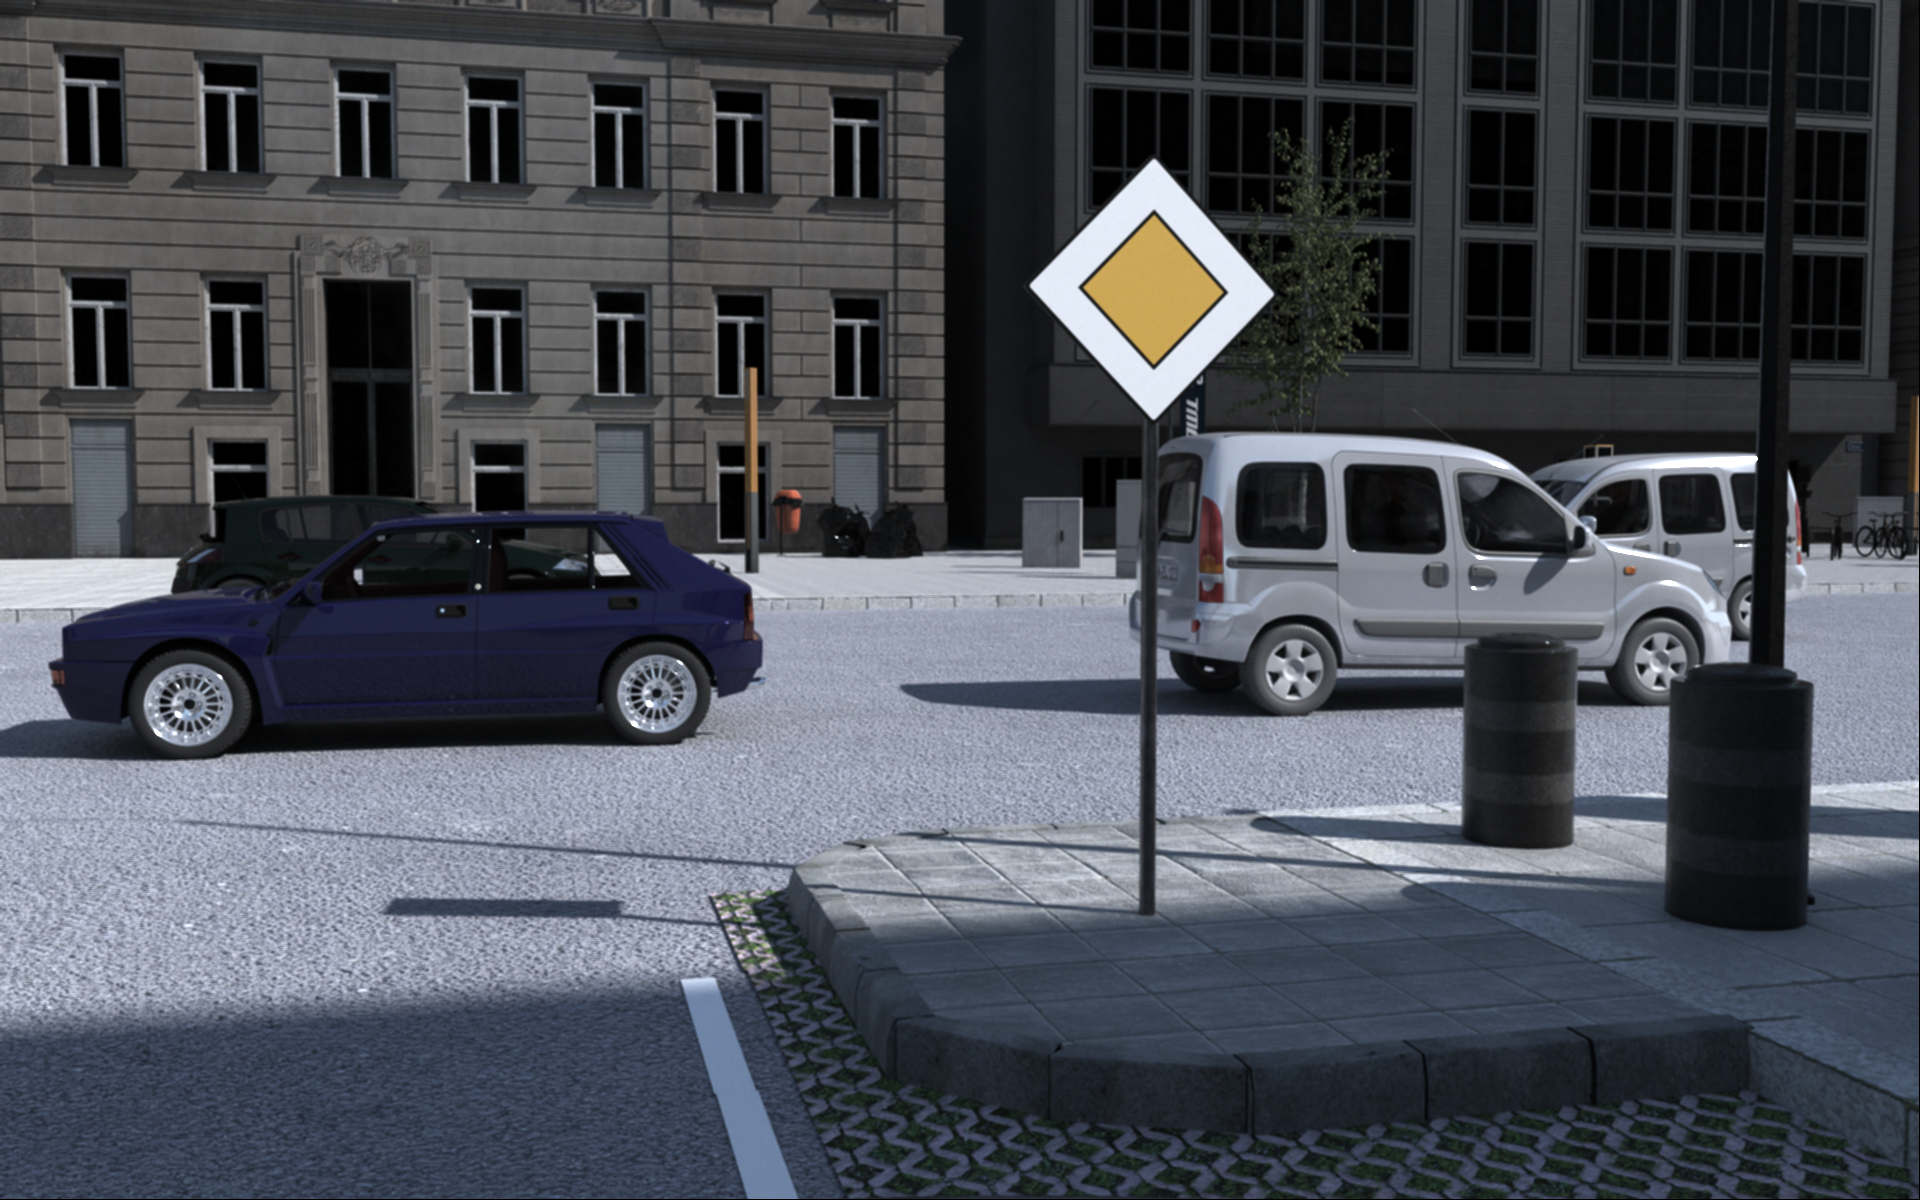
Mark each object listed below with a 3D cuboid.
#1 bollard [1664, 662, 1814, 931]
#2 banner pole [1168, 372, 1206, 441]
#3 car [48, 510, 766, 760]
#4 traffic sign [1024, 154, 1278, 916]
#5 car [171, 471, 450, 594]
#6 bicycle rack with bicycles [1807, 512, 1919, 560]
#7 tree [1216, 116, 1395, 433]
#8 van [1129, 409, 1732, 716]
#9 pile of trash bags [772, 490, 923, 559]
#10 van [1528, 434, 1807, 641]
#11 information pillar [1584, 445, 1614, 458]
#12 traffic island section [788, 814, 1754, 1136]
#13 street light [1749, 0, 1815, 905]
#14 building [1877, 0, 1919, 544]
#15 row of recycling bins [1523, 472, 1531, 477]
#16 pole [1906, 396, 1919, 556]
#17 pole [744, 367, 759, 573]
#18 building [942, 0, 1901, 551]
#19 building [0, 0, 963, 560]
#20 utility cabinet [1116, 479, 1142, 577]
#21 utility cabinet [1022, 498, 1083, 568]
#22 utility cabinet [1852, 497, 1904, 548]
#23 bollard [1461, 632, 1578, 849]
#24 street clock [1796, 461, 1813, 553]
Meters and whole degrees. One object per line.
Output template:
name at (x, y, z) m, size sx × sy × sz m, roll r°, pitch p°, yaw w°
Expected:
bollard at (2.363, 0.579, 5.258) m, size 0.404 × 0.777 × 0.398 m, roll 0°, pitch 3°, yaw 0°
banner pole at (3.497, -2.271, 27.153) m, size 0.863 × 3.779 × 0.401 m, roll -1°, pitch 4°, yaw -20°
car at (-3.171, 0.136, 10.361) m, size 3.894 × 1.354 × 1.945 m, roll -1°, pitch 4°, yaw -13°
traffic sign at (0.569, -0.097, 5.228) m, size 0.795 × 2.450 × 0.064 m, roll -1°, pitch 4°, yaw -14°
car at (-5.755, -0.483, 17.677) m, size 4.222 × 1.686 × 2.009 m, roll -1°, pitch 4°, yaw -15°
bicycle rack with bicycles at (18.116, -1.282, 34.350) m, size 2.852 × 0.926 × 2.925 m, roll 1°, pitch 4°, yaw 13°
tree at (6.707, -5.135, 34.321) m, size 4.737 × 8.622 × 4.395 m, roll 0°, pitch 3°, yaw 0°
van at (3.303, -0.315, 12.156) m, size 4.112 × 2.044 × 2.013 m, roll -1°, pitch 4°, yaw -12°
pile of trash bags at (-2.405, -1.593, 35.796) m, size 3.447 × 1.369 × 1.912 m, roll 2°, pitch 4°, yaw 29°
van at (6.263, -0.629, 17.289) m, size 4.112 × 2.044 × 2.013 m, roll -1°, pitch 4°, yaw -14°
information pillar at (9.560, -1.315, 25.991) m, size 0.304 × 2.012 × 0.304 m, roll -1°, pitch 4°, yaw -16°
traffic island section at (0.590, 1.038, 5.310) m, size 2.009 × 0.180 × 2.903 m, roll -1°, pitch 4°, yaw -14°
street light at (2.045, -2.002, 5.271) m, size 1.470 × 5.913 × 1.316 m, roll -1°, pitch 4°, yaw -14°
building at (34.267, -12.857, 52.014) m, size 24.055 × 21.916 × 13.314 m, roll -1°, pitch 4°, yaw -14°
row of recycling bins at (10.660, -1.546, 32.383) m, size 1.069 × 1.692 × 3.534 m, roll -1°, pitch 4°, yaw -16°
pole at (19.885, -2.584, 36.096) m, size 0.158 × 3.312 × 0.155 m, roll 0°, pitch 3°, yaw 0°
pole at (-3.381, -2.092, 28.046) m, size 0.158 × 3.312 × 0.155 m, roll 0°, pitch 3°, yaw 0°
building at (10.840, -15.471, 46.464) m, size 24.014 × 27.812 × 14.314 m, roll -1°, pitch 4°, yaw -14°
building at (-13.389, -14.857, 40.179) m, size 25.104 × 27.353 × 12.463 m, roll -1°, pitch 4°, yaw -14°
utility cabinet at (2.966, -1.077, 26.288) m, size 1.173 × 1.500 × 0.318 m, roll 2°, pitch 4°, yaw 32°
utility cabinet at (1.609, -1.163, 30.171) m, size 1.020 × 1.237 × 0.306 m, roll 1°, pitch 4°, yaw 13°
utility cabinet at (22.069, -1.865, 41.653) m, size 1.020 × 1.237 × 0.306 m, roll 1°, pitch 4°, yaw 14°
bollard at (2.075, 0.507, 6.427) m, size 0.404 × 0.777 × 0.398 m, roll 0°, pitch 3°, yaw 0°
street clock at (18.519, -2.045, 38.001) m, size 0.358 × 2.002 × 0.471 m, roll 2°, pitch 4°, yaw 32°
